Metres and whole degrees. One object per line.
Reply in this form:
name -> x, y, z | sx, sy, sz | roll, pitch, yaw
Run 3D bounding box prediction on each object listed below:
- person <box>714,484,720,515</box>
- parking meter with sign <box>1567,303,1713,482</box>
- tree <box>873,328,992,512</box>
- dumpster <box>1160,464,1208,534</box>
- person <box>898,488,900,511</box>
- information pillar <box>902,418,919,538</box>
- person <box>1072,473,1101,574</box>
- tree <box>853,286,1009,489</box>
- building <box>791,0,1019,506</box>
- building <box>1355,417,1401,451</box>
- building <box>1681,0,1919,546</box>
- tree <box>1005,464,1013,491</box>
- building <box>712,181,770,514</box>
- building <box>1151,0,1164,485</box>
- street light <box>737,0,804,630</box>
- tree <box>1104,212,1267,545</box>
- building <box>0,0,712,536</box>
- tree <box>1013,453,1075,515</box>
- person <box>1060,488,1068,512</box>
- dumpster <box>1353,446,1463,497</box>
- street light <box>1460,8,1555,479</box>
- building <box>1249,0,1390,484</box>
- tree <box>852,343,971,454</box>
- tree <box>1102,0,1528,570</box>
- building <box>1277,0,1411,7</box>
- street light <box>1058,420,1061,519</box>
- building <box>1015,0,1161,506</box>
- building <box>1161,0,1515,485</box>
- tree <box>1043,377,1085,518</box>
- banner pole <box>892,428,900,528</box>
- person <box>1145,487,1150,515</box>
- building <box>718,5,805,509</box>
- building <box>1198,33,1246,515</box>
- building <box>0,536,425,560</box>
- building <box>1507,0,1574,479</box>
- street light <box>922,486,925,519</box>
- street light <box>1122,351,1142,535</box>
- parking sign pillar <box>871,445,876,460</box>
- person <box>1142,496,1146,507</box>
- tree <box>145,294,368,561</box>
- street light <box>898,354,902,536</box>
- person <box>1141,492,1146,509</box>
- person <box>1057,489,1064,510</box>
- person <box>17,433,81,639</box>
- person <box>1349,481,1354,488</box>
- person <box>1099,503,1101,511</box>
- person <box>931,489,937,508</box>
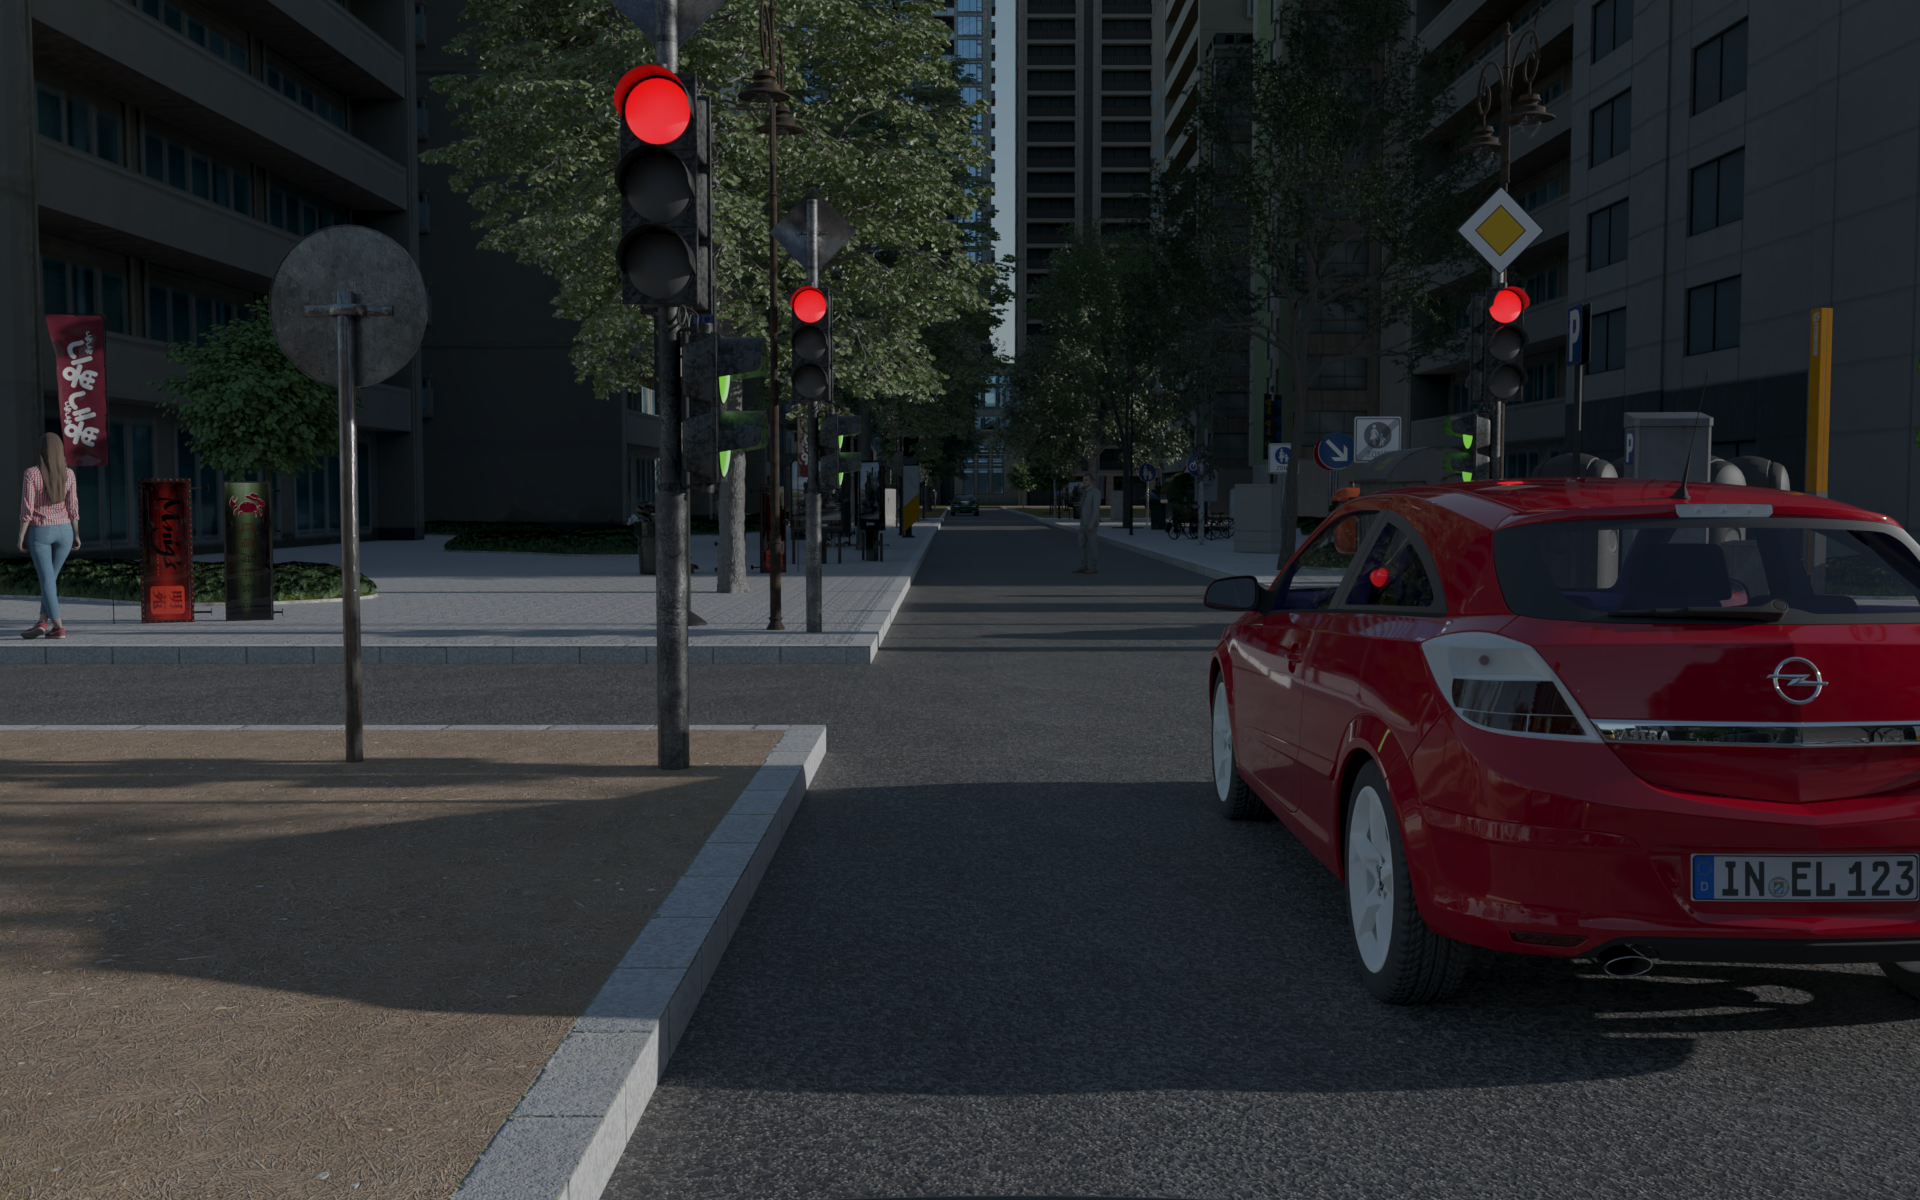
person -> -12.398, -5.127, 89.848 | 0.573, 1.828, 0.580 | 2, 4, 28
parking meter with sign -> 6.540, -1.206, 15.982 | 1.738, 3.016, 0.543 | 0, 4, 7
tree -> -2.335, -13.505, 127.468 | 9.857, 13.997, 8.962 | 0, 3, 0
dumpster -> 7.416, -3.323, 56.822 | 1.502, 2.255, 1.985 | 0, 3, 0
person -> -4.651, -7.530, 129.819 | 0.551, 1.740, 0.621 | -2, 4, -29
information pillar -> -1.438, -3.636, 50.798 | 0.504, 3.616, 0.183 | 1, 4, 20
person -> 2.337, -1.389, 31.318 | 0.391, 1.810, 0.635 | -2, 4, -27
tree -> -2.074, -17.655, 144.553 | 12.611, 20.169, 13.585 | 0, 3, 0
building -> -9.134, -54.000, 195.567 | 31.000, 86.520, 22.319 | 0, 3, 0
building -> 41.713, -21.673, 199.390 | 28.899, 21.520, 27.650 | 0, 3, 0
building -> 26.809, -36.524, 35.419 | 20.611, 71.187, 20.563 | 0, 3, 0
tree -> 5.765, -10.648, 157.806 | 4.285, 4.588, 4.351 | 0, 3, 0
building -> -26.475, -15.983, 106.355 | 27.650, 21.520, 28.899 | 0, 3, 0
building -> 24.062, -30.439, 147.791 | 14.600, 45.320, 14.200 | 0, 3, 0
street light -> -1.744, -2.656, 16.221 | 0.468, 5.910, 1.993 | 0, 3, 0
tree -> 5.871, -5.691, 43.413 | 4.360, 8.622, 3.978 | 0, 3, 0
building -> -21.801, -27.064, 66.196 | 21.300, 48.544, 21.600 | 0, 3, 0
tree -> 6.306, -8.278, 119.061 | 4.285, 4.588, 4.351 | 0, 3, 0
person -> 7.754, -7.363, 127.155 | 0.721, 1.735, 1.217 | -3, 5, -41
dumpster -> 5.792, -0.987, 21.900 | 1.264, 1.857, 1.865 | 0, 3, 0
street light -> 5.364, -2.713, 17.148 | 0.468, 5.910, 1.993 | 0, 3, 0
building -> 23.508, -25.356, 98.158 | 14.154, 41.232, 14.086 | 0, 3, 0
tree -> -2.930, -10.032, 98.437 | 8.767, 10.594, 7.601 | 3, 5, 43
tree -> 5.804, -5.770, 28.752 | 7.601, 10.594, 8.767 | 1, 4, 22
building -> 22.172, -19.103, 84.038 | 14.160, 30.474, 14.107 | 0, 3, 0
street light -> 5.200, -7.194, 90.406 | 0.468, 5.910, 1.993 | 0, 3, 0
building -> 16.674, -46.250, 194.433 | 20.611, 71.187, 20.563 | 0, 3, 0
building -> 27.081, -30.956, 129.832 | 21.300, 48.544, 21.600 | 0, 3, 0
tree -> 5.180, -8.784, 93.980 | 4.737, 8.622, 4.395 | 0, 3, 0
banner pole -> -2.331, -4.644, 65.951 | 0.401, 3.779, 0.863 | -1, 4, -22
person -> 11.552, -6.039, 105.561 | 0.721, 1.735, 1.217 | 1, 4, 22
building -> -28.516, -32.082, 144.149 | 30.456, 49.044, 23.786 | 0, 3, 0
building -> 22.404, -20.847, 112.554 | 14.160, 30.474, 14.107 | 0, 3, 0
building -> -25.662, -25.256, 36.644 | 21.300, 48.544, 21.600 | 0, 3, 0
building -> 28.476, -26.544, 57.692 | 21.300, 48.544, 21.600 | 0, 3, 0
street light -> -1.896, -7.175, 90.093 | 0.468, 5.910, 1.993 | 0, 3, 0
street light -> 5.332, -4.953, 53.777 | 0.468, 5.910, 1.993 | 0, 3, 0
parking sign pillar -> -4.065, -5.242, 74.176 | 1.447, 3.967, 1.447 | -2, 4, -31
person -> 17.907, -9.840, 166.943 | 0.705, 1.823, 1.348 | 2, 4, 33
tree -> -11.514, -2.742, 28.544 | 4.285, 4.588, 4.351 | 0, 3, 0
street light -> -1.830, -4.934, 53.464 | 0.468, 5.910, 1.993 | 0, 3, 0
person -> 15.757, -8.572, 146.289 | 0.705, 1.812, 1.348 | 3, 5, 41
person -> 8.214, -8.342, 142.297 | 0.709, 1.838, 0.599 | 1, 4, 15
person -> -8.045, -0.567, 15.331 | 0.388, 1.821, 0.555 | 2, 4, 24
person -> 16.404, -4.058, 72.383 | 0.794, 1.824, 0.713 | 1, 4, 21
person -> 8.133, -5.807, 104.184 | 0.799, 1.438, 0.628 | 2, 4, 24
person -> -2.462, -9.467, 161.277 | 0.568, 1.767, 0.683 | -2, 4, -24
